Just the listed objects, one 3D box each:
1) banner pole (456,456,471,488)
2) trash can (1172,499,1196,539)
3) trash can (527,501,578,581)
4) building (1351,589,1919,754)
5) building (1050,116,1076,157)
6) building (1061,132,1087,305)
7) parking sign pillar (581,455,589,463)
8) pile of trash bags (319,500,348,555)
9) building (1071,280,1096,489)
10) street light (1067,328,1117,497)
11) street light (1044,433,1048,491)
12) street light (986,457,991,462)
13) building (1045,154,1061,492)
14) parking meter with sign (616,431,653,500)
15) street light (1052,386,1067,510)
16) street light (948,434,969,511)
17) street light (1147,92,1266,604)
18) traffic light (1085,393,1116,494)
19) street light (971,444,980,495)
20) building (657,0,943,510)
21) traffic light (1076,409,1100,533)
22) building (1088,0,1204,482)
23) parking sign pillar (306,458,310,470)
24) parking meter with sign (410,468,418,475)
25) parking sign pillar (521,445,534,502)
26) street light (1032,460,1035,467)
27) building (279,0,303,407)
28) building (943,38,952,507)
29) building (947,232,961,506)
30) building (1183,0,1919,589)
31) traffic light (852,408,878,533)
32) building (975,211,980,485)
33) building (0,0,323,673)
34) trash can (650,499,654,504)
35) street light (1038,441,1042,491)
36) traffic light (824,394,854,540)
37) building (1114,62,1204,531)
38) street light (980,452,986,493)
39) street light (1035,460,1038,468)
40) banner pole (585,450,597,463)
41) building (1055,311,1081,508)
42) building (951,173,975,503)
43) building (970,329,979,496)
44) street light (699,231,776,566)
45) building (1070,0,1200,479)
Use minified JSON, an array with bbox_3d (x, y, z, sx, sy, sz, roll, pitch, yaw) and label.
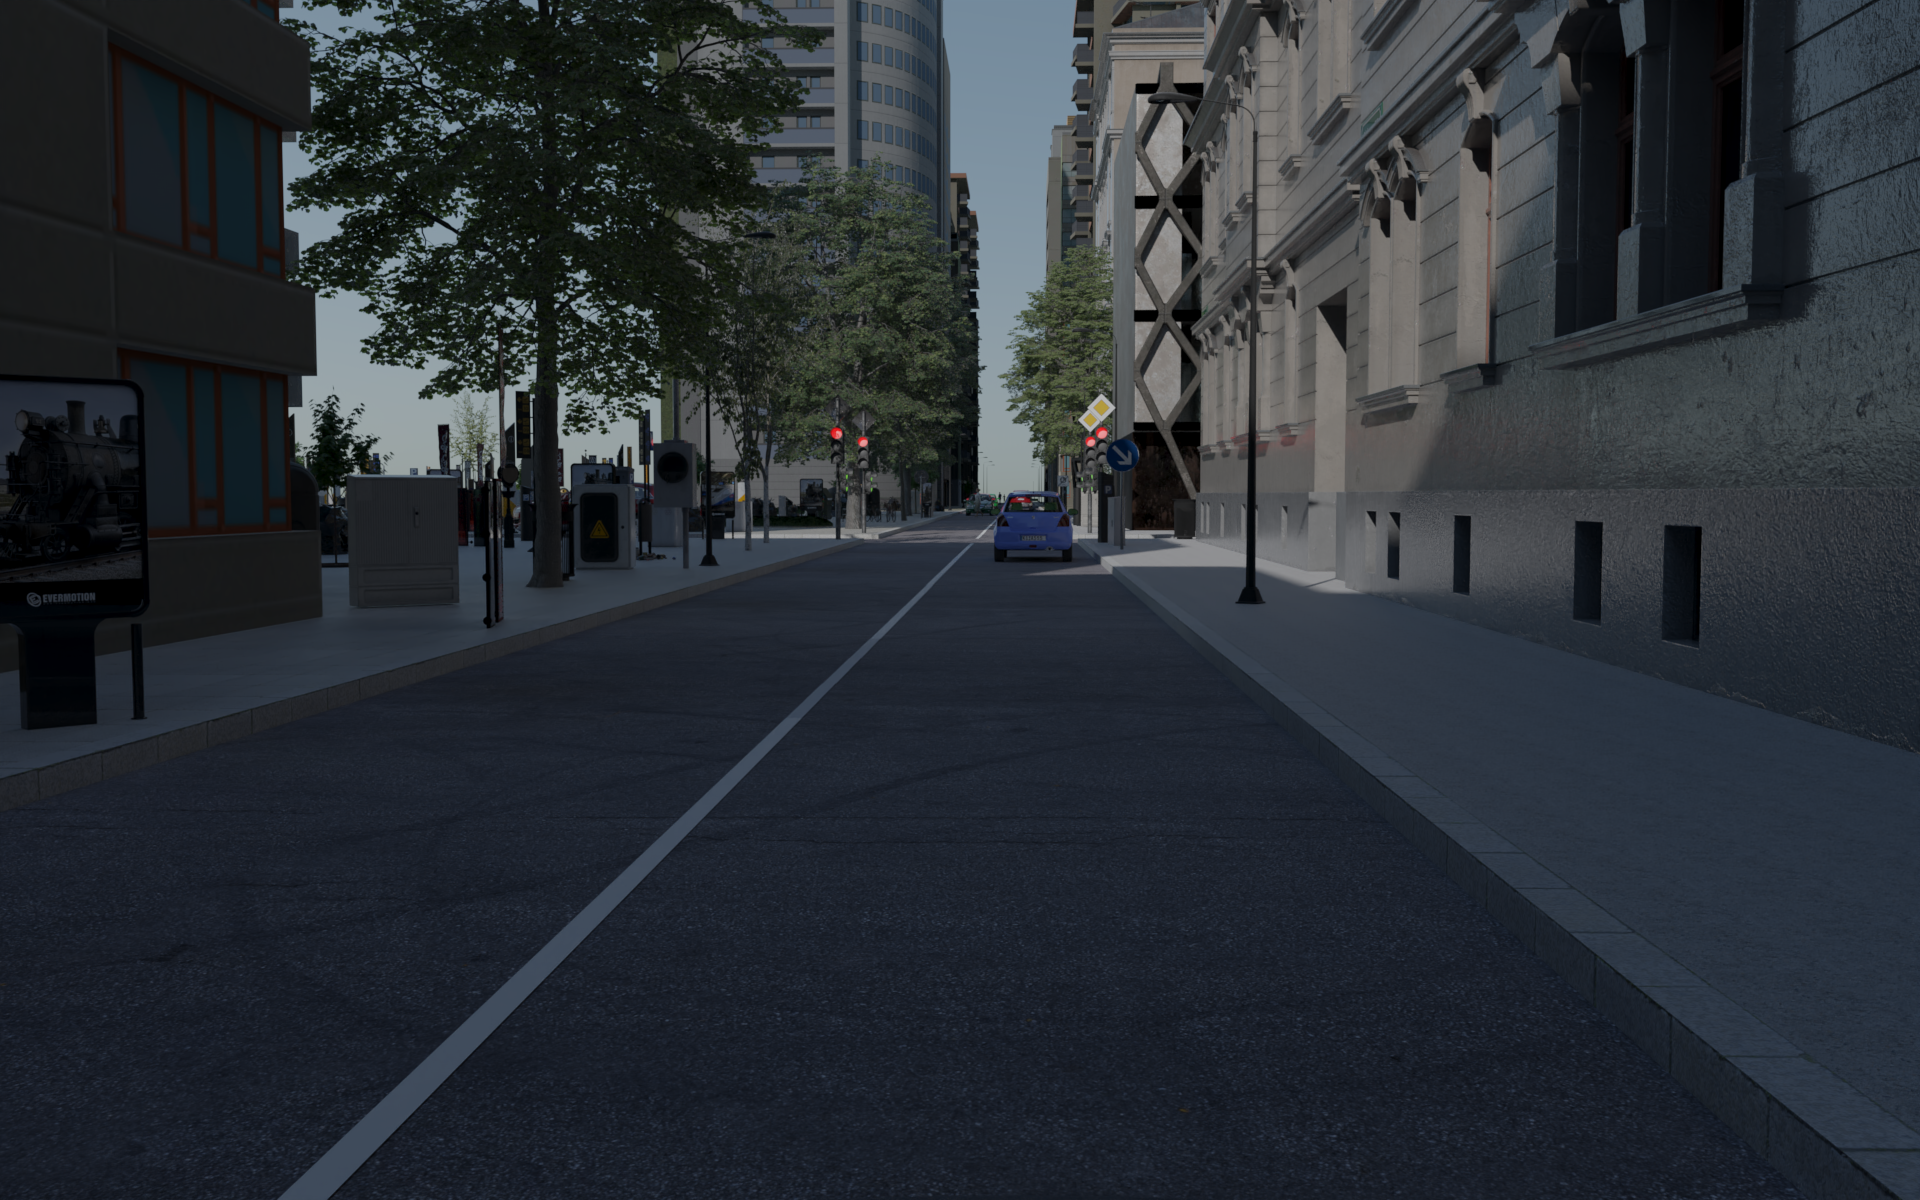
[{"bbox_3d":[-32.308,-7.536,113.226,0.863,3.779,0.401,1,4,17],"label":"banner pole"},{"bbox_3d":[6.384,-2.294,49.165,0.748,1.137,0.748,0,3,0],"label":"trash can"},{"bbox_3d":[-6.031,-0.858,25.687,0.748,1.137,0.748,0,3,0],"label":"trash can"},{"bbox_3d":[11.084,-13.709,11.525,14.401,28.519,23.554,0,4,2],"label":"building"},{"bbox_3d":[24.904,-44.876,275.715,21.231,58.520,28.212,0,4,2],"label":"building"},{"bbox_3d":[18.502,-31.488,198.426,14.154,41.232,14.086,0,4,2],"label":"building"},{"bbox_3d":[-25.258,-7.973,118.824,1.447,3.967,1.447,-2,4,-29],"label":"parking sign pillar"},{"bbox_3d":[-13.971,-1.658,36.865,1.912,1.369,3.447,3,5,40],"label":"pile of trash bags"},{"bbox_3d":[16.237,-15.572,122.048,16.820,18.784,16.811,0,4,2],"label":"building"},{"bbox_3d":[3.825,-4.647,48.519,1.470,5.913,1.316,0,4,2],"label":"street light"},{"bbox_3d":[5.768,-7.973,102.892,1.470,5.913,1.316,0,4,2],"label":"street light"},{"bbox_3d":[2.758,-14.927,216.598,1.470,5.913,1.316,0,4,2],"label":"street light"},{"bbox_3d":[22.518,-37.480,236.498,21.300,48.544,21.600,0,4,2],"label":"building"},{"bbox_3d":[-9.408,-3.163,47.971,1.738,3.016,0.543,1,4,11],"label":"parking meter with sign"},{"bbox_3d":[4.782,-6.217,74.197,1.470,5.913,1.316,0,4,2],"label":"street light"},{"bbox_3d":[-0.225,-9.837,133.378,1.470,5.913,1.316,0,4,2],"label":"street light"},{"bbox_3d":[2.869,-2.914,20.178,1.470,5.913,1.316,0,4,2],"label":"street light"},{"bbox_3d":[3.935,-3.646,48.528,0.839,4.253,0.868,0,4,2],"label":"traffic light"},{"bbox_3d":[0.862,-11.573,161.751,1.470,5.913,1.316,0,4,2],"label":"street light"},{"bbox_3d":[-12.538,-36.947,146.078,21.231,58.520,28.212,0,4,2],"label":"building"},{"bbox_3d":[4.223,-4.134,56.508,0.839,4.253,0.868,0,4,2],"label":"traffic light"},{"bbox_3d":[14.214,-19.053,97.415,13.634,28.700,20.117,0,4,2],"label":"building"},{"bbox_3d":[-43.800,-7.865,117.062,1.447,3.967,1.447,0,4,-8],"label":"parking sign pillar"},{"bbox_3d":[-36.362,-7.366,116.696,0.543,3.016,1.738,1,4,11],"label":"parking meter with sign"},{"bbox_3d":[-22.727,-6.320,91.796,1.447,3.967,1.447,3,5,44],"label":"parking sign pillar"},{"bbox_3d":[9.592,-14.408,208.117,1.470,5.913,1.316,0,4,2],"label":"street light"},{"bbox_3d":[-31.746,-25.460,35.886,30.456,49.044,23.786,0,4,2],"label":"building"},{"bbox_3d":[-8.106,-31.698,168.373,14.600,45.320,14.200,0,4,2],"label":"building"},{"bbox_3d":[-7.143,-26.066,197.886,14.160,30.474,14.107,0,4,2],"label":"building"},{"bbox_3d":[12.232,-15.145,35.009,14.401,28.519,23.554,0,4,2],"label":"building"},{"bbox_3d":[-3.134,-4.149,56.757,0.839,4.253,0.868,0,4,2],"label":"traffic light"},{"bbox_3d":[-8.289,-37.039,260.206,22.147,44.769,28.867,0,4,2],"label":"building"},{"bbox_3d":[-21.000,-9.694,3.538,27.650,21.520,28.899,0,4,2],"label":"building"},{"bbox_3d":[-8.629,-2.322,49.615,0.748,1.137,0.748,0,3,0],"label":"trash can"},{"bbox_3d":[6.845,-9.696,131.075,1.470,5.913,1.316,0,4,2],"label":"street light"},{"bbox_3d":[-3.422,-3.661,48.777,0.839,4.253,0.868,0,4,2],"label":"traffic light"},{"bbox_3d":[14.582,-12.090,65.124,16.811,18.784,16.820,0,4,2],"label":"building"},{"bbox_3d":[1.848,-13.340,190.649,1.470,5.913,1.316,0,4,2],"label":"street light"},{"bbox_3d":[7.540,-10.962,151.776,1.470,5.913,1.316,0,4,2],"label":"street light"},{"bbox_3d":[-20.816,-6.573,97.486,0.863,3.779,0.401,-2,4,-27],"label":"banner pole"},{"bbox_3d":[23.855,-20.326,177.369,27.650,21.520,28.899,0,4,2],"label":"building"},{"bbox_3d":[-9.794,-35.233,230.678,22.147,44.769,28.867,0,4,2],"label":"building"},{"bbox_3d":[-4.200,-31.208,281.956,14.160,30.474,14.107,0,4,2],"label":"building"},{"bbox_3d":[-3.951,-3.564,30.810,1.470,5.913,1.316,0,4,2],"label":"street light"},{"bbox_3d":[20.610,-30.117,147.030,22.147,44.769,28.867,0,4,2],"label":"building"}]
